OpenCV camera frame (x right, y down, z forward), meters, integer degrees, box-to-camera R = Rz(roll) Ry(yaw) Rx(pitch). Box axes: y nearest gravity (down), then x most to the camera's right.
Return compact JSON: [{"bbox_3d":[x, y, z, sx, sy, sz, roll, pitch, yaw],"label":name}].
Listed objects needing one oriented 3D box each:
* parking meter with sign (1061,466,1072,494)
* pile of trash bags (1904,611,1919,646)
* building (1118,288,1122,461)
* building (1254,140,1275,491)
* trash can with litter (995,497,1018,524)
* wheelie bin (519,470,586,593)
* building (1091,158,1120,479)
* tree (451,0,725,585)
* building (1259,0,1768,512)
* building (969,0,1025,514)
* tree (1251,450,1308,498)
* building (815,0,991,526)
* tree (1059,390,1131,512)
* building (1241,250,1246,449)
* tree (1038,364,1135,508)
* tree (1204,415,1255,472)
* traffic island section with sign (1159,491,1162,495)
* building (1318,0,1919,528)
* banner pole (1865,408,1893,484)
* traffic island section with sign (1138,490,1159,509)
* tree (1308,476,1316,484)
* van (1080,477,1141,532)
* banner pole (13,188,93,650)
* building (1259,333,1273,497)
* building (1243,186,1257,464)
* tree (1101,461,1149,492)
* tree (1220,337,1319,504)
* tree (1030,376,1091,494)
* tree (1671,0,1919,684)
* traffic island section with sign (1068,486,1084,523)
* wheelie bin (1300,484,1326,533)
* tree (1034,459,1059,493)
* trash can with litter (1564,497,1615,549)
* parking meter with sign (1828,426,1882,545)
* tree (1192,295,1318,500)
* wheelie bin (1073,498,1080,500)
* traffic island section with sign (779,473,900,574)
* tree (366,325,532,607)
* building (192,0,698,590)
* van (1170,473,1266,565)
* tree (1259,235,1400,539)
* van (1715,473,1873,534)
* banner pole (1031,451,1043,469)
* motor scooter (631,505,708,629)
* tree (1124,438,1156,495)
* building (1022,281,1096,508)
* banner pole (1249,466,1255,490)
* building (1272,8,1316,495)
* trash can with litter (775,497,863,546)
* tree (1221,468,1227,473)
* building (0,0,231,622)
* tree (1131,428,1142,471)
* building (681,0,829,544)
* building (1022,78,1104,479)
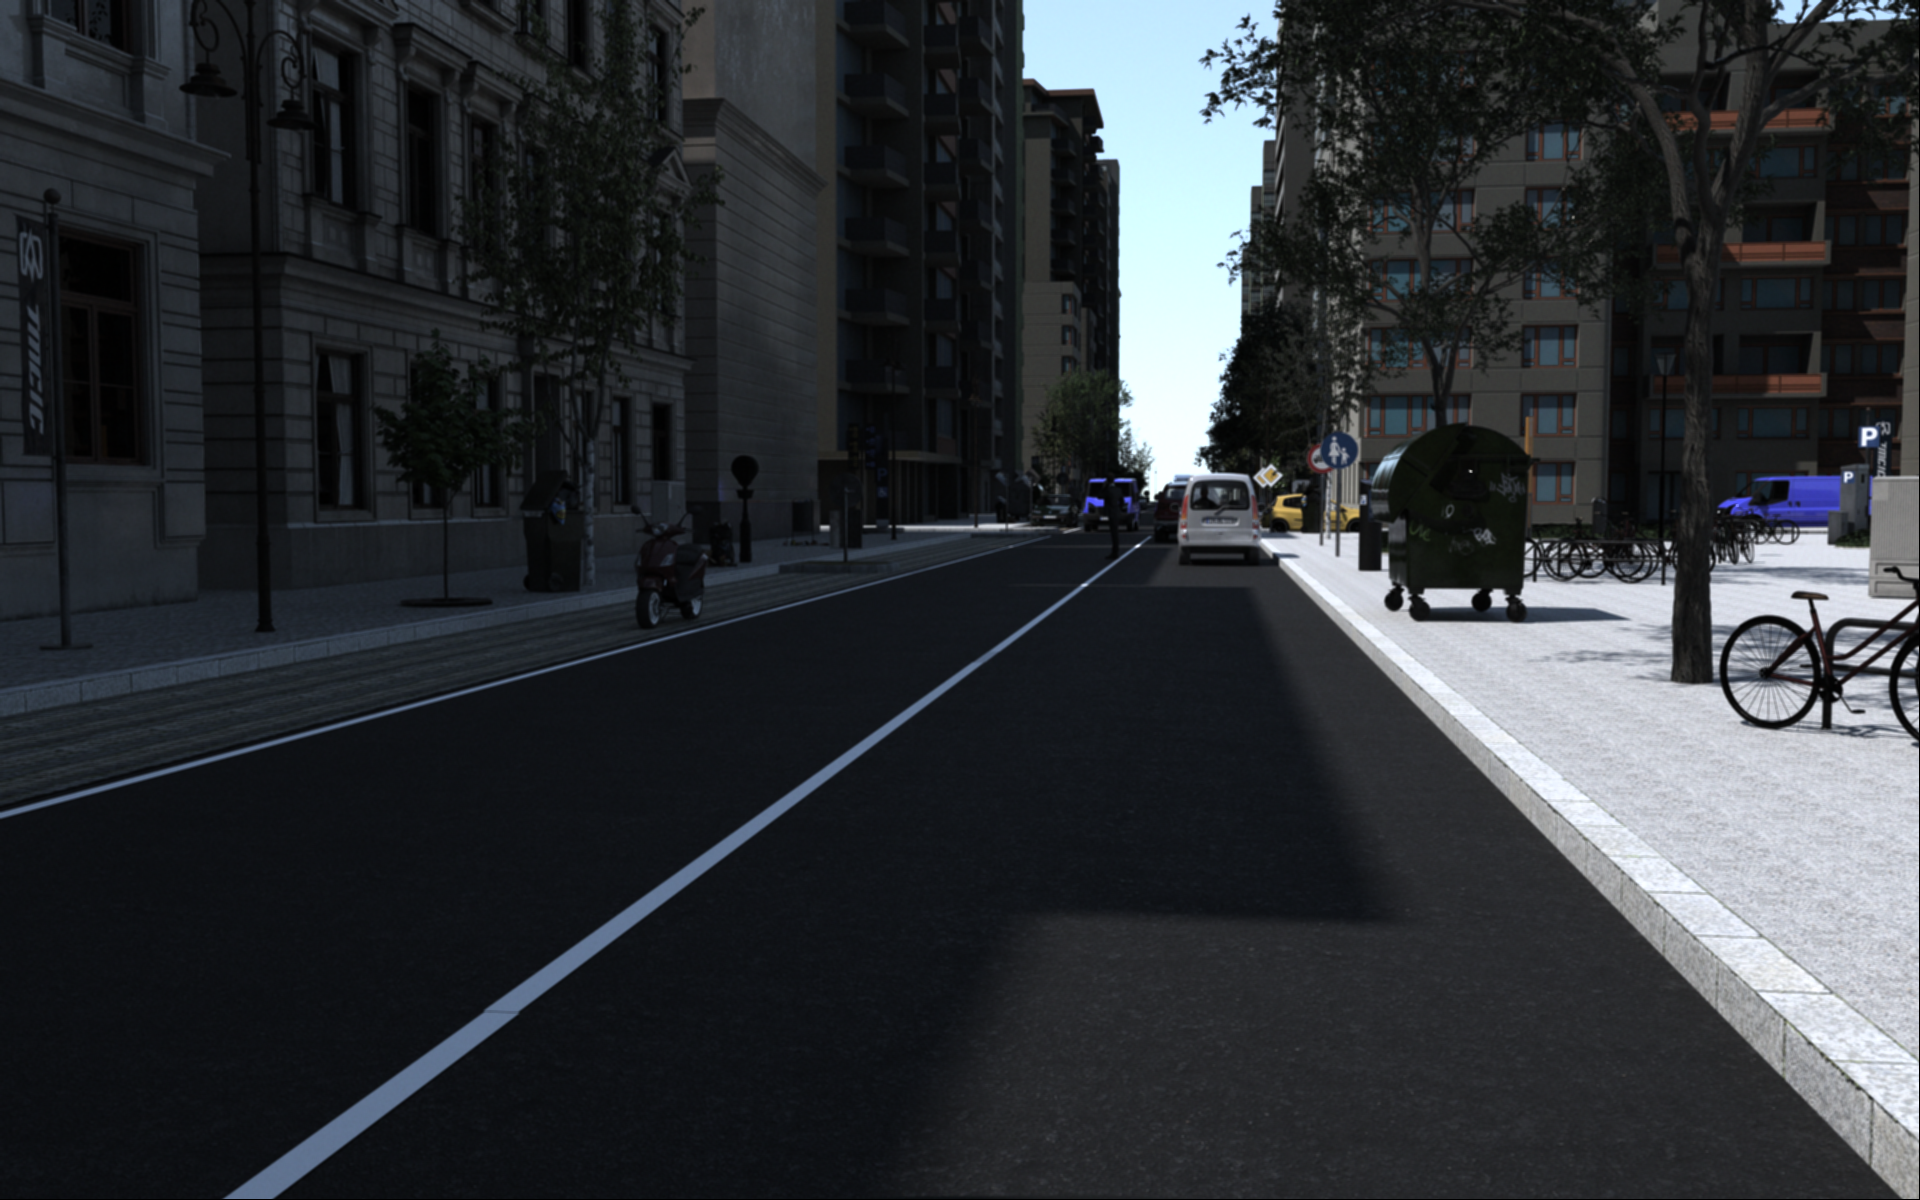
[{"bbox_3d":[6.487,-6.646,104.926,0.543,3.016,1.738,0,4,-3],"label":"parking meter with sign"},{"bbox_3d":[9.846,-0.304,14.728,3.447,1.369,1.912,-2,4,-28],"label":"pile of trash bags"},{"bbox_3d":[13.900,-36.490,288.490,32.217,40.220,23.993,1,4,8],"label":"building"},{"bbox_3d":[42.140,-31.705,201.974,14.154,41.232,14.086,1,4,8],"label":"building"},{"bbox_3d":[2.053,-3.938,75.779,1.055,1.170,0.624,3,4,37],"label":"trash can with litter"},{"bbox_3d":[-5.360,-0.914,22.846,0.693,1.594,0.980,-3,5,-44],"label":"wheelie bin"},{"bbox_3d":[11.560,-31.978,206.426,14.154,41.232,14.086,1,4,8],"label":"building"},{"bbox_3d":[-5.304,-4.534,24.494,4.737,8.622,4.395,0,3,0],"label":"tree"},{"bbox_3d":[37.491,-26.206,120.345,32.217,40.220,23.993,1,4,8],"label":"building"},{"bbox_3d":[-3.529,-26.245,112.702,14.154,41.232,14.086,1,4,8],"label":"building"},{"bbox_3d":[13.932,-4.995,76.273,1.663,3.219,1.824,0,3,0],"label":"tree"},{"bbox_3d":[-10.219,-26.221,83.344,22.147,44.769,28.867,1,4,8],"label":"building"},{"bbox_3d":[8.776,-10.402,120.437,4.360,8.622,3.978,0,3,0],"label":"tree"},{"bbox_3d":[53.695,-36.961,287.900,14.154,41.232,14.086,1,4,8],"label":"building"},{"bbox_3d":[10.022,-12.949,137.472,9.928,11.665,9.643,0,3,0],"label":"tree"},{"bbox_3d":[34.945,-18.089,221.516,9.928,11.665,9.643,0,3,0],"label":"tree"},{"bbox_3d":[28.586,-14.529,246.178,1.989,1.847,2.006,1,4,8],"label":"traffic island section with sign"},{"bbox_3d":[31.223,-14.113,75.792,28.899,21.520,27.650,1,4,8],"label":"building"},{"bbox_3d":[26.476,-3.674,50.090,0.863,3.779,0.401,2,4,31],"label":"banner pole"},{"bbox_3d":[20.623,-11.134,190.675,1.989,1.847,2.006,1,4,8],"label":"traffic island section with sign"},{"bbox_3d":[20.936,-6.783,105.504,1.663,3.219,1.824,0,3,0],"label":"tree"},{"bbox_3d":[5.896,-3.833,67.051,2.240,2.365,5.245,1,4,9],"label":"van"},{"bbox_3d":[-7.426,-1.471,14.071,0.401,3.779,0.863,0,4,-3],"label":"banner pole"},{"bbox_3d":[45.226,-20.515,180.464,27.650,21.520,28.899,1,4,8],"label":"building"},{"bbox_3d":[45.600,-33.476,230.921,14.154,41.232,14.086,1,4,8],"label":"building"},{"bbox_3d":[15.219,-11.232,167.362,4.285,4.588,4.351,0,3,0],"label":"tree"},{"bbox_3d":[14.826,-8.050,81.975,4.737,8.622,4.395,0,3,0],"label":"tree"},{"bbox_3d":[6.147,-9.682,108.666,4.737,8.622,4.395,0,3,0],"label":"tree"},{"bbox_3d":[4.686,-4.707,11.365,7.601,10.594,8.767,-2,4,-29],"label":"tree"},{"bbox_3d":[5.834,-4.830,87.590,1.989,1.847,2.006,1,4,8],"label":"traffic island section with sign"},{"bbox_3d":[11.588,-2.984,56.692,0.693,1.594,0.980,3,5,43],"label":"wheelie bin"},{"bbox_3d":[4.271,-6.051,93.540,1.663,3.219,1.824,0,3,0],"label":"tree"},{"bbox_3d":[14.917,-1.847,41.251,2.233,1.210,1.678,-3,4,-38],"label":"trash can with litter"},{"bbox_3d":[22.727,-2.924,44.067,1.738,3.016,0.543,-3,4,-38],"label":"parking meter with sign"},{"bbox_3d":[18.079,-11.114,98.726,9.611,12.733,9.660,0,3,0],"label":"tree"},{"bbox_3d":[8.481,-7.314,127.492,0.693,1.594,0.980,1,4,8],"label":"wheelie bin"},{"bbox_3d":[-2.161,-1.428,31.983,1.989,1.847,2.006,1,4,8],"label":"traffic island section with sign"},{"bbox_3d":[-6.089,-1.557,20.059,1.663,3.219,1.824,0,3,0],"label":"tree"},{"bbox_3d":[-12.283,-10.246,32.157,10.561,19.102,19.286,1,4,8],"label":"building"},{"bbox_3d":[5.415,-1.791,36.295,2.013,2.044,4.112,0,4,8],"label":"van"},{"bbox_3d":[10.520,-6.056,49.375,4.360,8.622,3.978,0,3,0],"label":"tree"},{"bbox_3d":[28.449,-3.326,58.765,5.245,2.365,2.240,0,4,7],"label":"van"},{"bbox_3d":[4.548,-6.774,100.766,0.863,3.779,0.401,0,4,8],"label":"banner pole"},{"bbox_3d":[-3.173,-0.385,19.064,0.815,1.314,1.986,1,4,9],"label":"motor scooter"},{"bbox_3d":[23.743,-16.990,228.155,4.737,8.622,4.395,0,3,0],"label":"tree"},{"bbox_3d":[-2.424,-19.095,157.237,27.650,21.520,28.899,1,4,8],"label":"building"},{"bbox_3d":[21.265,-8.321,126.065,0.863,3.779,0.401,1,4,9],"label":"banner pole"},{"bbox_3d":[39.199,-32.450,154.259,21.300,48.544,21.600,1,4,8],"label":"building"},{"bbox_3d":[-3.527,-1.969,43.249,2.233,1.210,1.678,-1,4,-9],"label":"trash can with litter"},{"bbox_3d":[40.219,-18.856,258.650,4.360,8.622,3.978,0,3,0],"label":"tree"},{"bbox_3d":[-15.401,-10.701,11.117,11.583,22.565,21.152,1,4,8],"label":"building"},{"bbox_3d":[16.776,-13.918,177.927,4.360,8.622,3.978,0,3,0],"label":"tree"},{"bbox_3d":[-17.263,-15.499,50.668,25.104,27.353,12.463,1,4,8],"label":"building"},{"bbox_3d":[3.877,-32.479,185.656,22.147,44.769,28.867,1,4,8],"label":"building"}]
